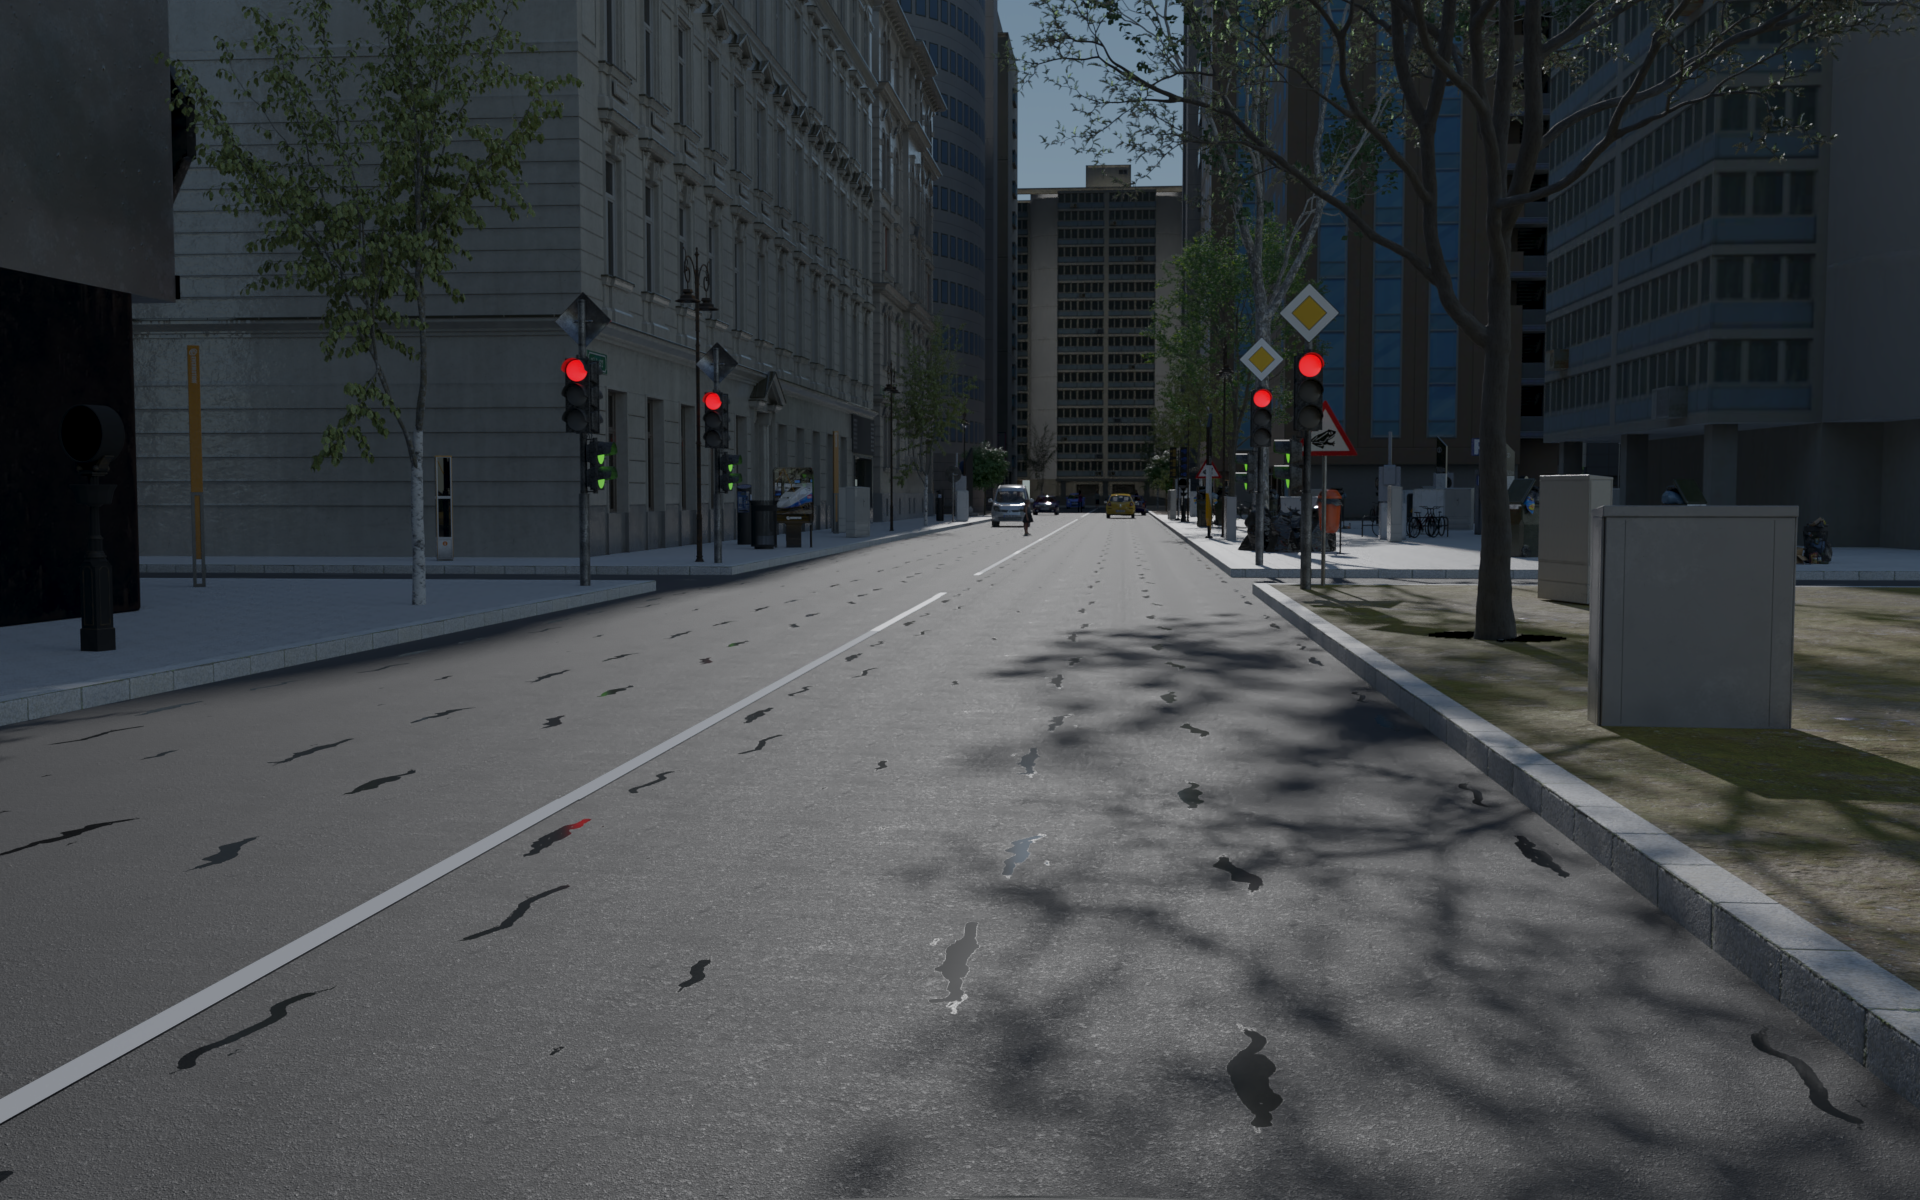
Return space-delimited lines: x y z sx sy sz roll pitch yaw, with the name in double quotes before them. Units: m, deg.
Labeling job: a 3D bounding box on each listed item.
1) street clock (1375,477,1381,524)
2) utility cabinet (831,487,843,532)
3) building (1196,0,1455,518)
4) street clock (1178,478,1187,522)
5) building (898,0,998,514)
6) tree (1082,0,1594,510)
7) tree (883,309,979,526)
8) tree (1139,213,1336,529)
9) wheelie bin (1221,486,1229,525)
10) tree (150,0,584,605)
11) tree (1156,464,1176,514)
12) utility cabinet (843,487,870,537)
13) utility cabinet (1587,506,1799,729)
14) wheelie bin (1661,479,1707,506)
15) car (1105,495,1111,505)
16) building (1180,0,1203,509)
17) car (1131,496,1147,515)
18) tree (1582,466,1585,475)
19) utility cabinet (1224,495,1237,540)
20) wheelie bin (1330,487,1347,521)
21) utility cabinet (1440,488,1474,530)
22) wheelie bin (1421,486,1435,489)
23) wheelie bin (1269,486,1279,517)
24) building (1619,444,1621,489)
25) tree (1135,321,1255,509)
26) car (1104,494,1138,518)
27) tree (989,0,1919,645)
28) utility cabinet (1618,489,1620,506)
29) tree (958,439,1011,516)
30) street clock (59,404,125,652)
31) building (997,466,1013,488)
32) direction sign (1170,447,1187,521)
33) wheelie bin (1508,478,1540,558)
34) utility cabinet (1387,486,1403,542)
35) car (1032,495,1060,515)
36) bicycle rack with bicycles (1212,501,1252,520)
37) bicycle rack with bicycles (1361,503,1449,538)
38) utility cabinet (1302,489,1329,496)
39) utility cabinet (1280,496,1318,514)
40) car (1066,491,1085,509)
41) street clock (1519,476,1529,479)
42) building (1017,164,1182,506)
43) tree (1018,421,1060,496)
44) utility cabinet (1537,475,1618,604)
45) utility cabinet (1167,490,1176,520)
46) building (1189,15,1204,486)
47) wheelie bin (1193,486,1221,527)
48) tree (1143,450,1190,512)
"street clock" 17.915 -4.248 74.018 0.358 2.002 0.471 0 4 -7
"utility cabinet" -3.735 -3.001 57.744 1.173 1.500 0.318 -3 5 -40
"building" 22.871 -28.241 111.855 14.600 45.320 14.200 0 4 5
"street clock" 10.261 -4.580 79.452 0.471 2.002 0.358 3 5 42
"building" -8.859 -35.424 121.173 21.231 58.520 28.212 0 4 5
"tree" 8.419 -11.291 40.491 12.611 20.169 13.585 0 3 0
"tree" -1.347 -7.296 69.652 4.737 8.622 4.395 0 3 0
"tree" 10.200 -8.464 64.134 9.928 11.665 9.643 0 3 0
"wheelie bin" 10.814 -3.846 70.793 0.980 1.594 0.693 -3 4 -38
"tree" -6.524 -4.251 19.866 4.737 8.622 4.395 0 3 0
"tree" 13.337 -7.024 109.444 1.663 3.219 1.824 0 3 0
"utility cabinet" -3.008 -2.605 51.275 0.318 1.500 1.173 1 4 19
"utility cabinet" 4.052 0.094 9.618 1.020 1.237 0.306 0 4 8
"wheelie bin" 15.099 -1.731 36.214 0.980 1.594 0.693 -2 4 -28
"car" 12.882 -7.976 142.416 2.014 1.417 4.499 0 4 7
"building" 31.417 -37.953 162.536 21.231 58.520 28.212 0 4 5
"car" 11.711 -6.407 117.341 1.945 1.354 3.894 0 4 4
"tree" 36.241 -6.602 102.549 1.663 3.219 1.824 0 3 0
"utility cabinet" 7.558 -2.277 48.384 0.306 1.237 1.020 0 4 5
"wheelie bin" 17.741 -4.499 81.459 0.980 1.594 0.693 -1 4 -21
"utility cabinet" 17.620 -3.230 61.487 1.173 1.500 0.318 3 4 39
"wheelie bin" 18.366 -3.686 68.178 0.980 1.594 0.693 -2 4 -28
"wheelie bin" 12.036 -3.649 67.569 0.693 1.594 0.980 2 4 27
"building" 61.659 -44.422 164.556 20.611 71.187 20.563 0 4 5
"tree" 10.533 -7.555 73.884 4.737 8.622 4.395 0 3 0
"car" 9.592 -5.695 103.340 2.015 1.641 3.980 0 4 6
"tree" 4.586 -6.395 14.929 12.009 13.543 11.850 0 3 0
"utility cabinet" 25.964 -3.690 69.008 0.318 1.500 1.173 -2 4 -33
"tree" 1.414 -7.357 104.002 4.285 4.588 4.351 0 3 0
"street clock" -7.064 -0.585 14.137 0.471 2.002 0.358 1 4 21
"building" -6.021 -43.244 145.289 20.563 71.187 20.611 0 4 5
"direction sign" 10.518 -5.594 83.462 0.876 3.537 0.379 2 4 26
"wheelie bin" 11.470 -1.675 35.294 0.693 1.594 0.980 -1 4 -22
"utility cabinet" 11.673 -2.311 46.469 0.318 1.500 1.173 1 4 9
"car" 5.919 -6.518 119.145 1.945 1.354 3.894 0 4 5
"bicycle rack with bicycles" 13.832 -4.426 85.743 2.852 0.926 2.925 -1 4 -11
"bicycle rack with bicycles" 13.513 -2.348 51.772 2.925 0.926 2.852 -2 4 -35
"utility cabinet" 16.392 -4.361 79.976 1.173 1.500 0.318 2 4 30
"utility cabinet" 9.237 -2.201 47.140 1.020 1.237 0.306 1 4 12
"car" 11.363 -9.817 170.099 1.945 1.707 3.694 0 4 7
"street clock" 22.257 -3.902 68.371 0.358 2.002 0.471 3 5 45
"building" 17.591 -31.508 207.037 23.993 40.220 32.217 0 4 5
"tree" 8.043 -13.727 174.804 4.360 8.622 3.978 0 3 0
"utility cabinet" 7.252 -0.718 20.420 0.318 1.500 1.173 -1 4 -9
"utility cabinet" 10.452 -4.699 85.501 0.318 1.500 1.173 0 4 0
"building" 29.856 -31.435 133.563 23.786 49.044 30.456 0 4 5
"wheelie bin" 9.611 -3.662 67.779 0.980 1.594 0.693 1 4 12
"tree" 14.973 -8.694 125.867 4.285 4.588 4.351 0 3 0
